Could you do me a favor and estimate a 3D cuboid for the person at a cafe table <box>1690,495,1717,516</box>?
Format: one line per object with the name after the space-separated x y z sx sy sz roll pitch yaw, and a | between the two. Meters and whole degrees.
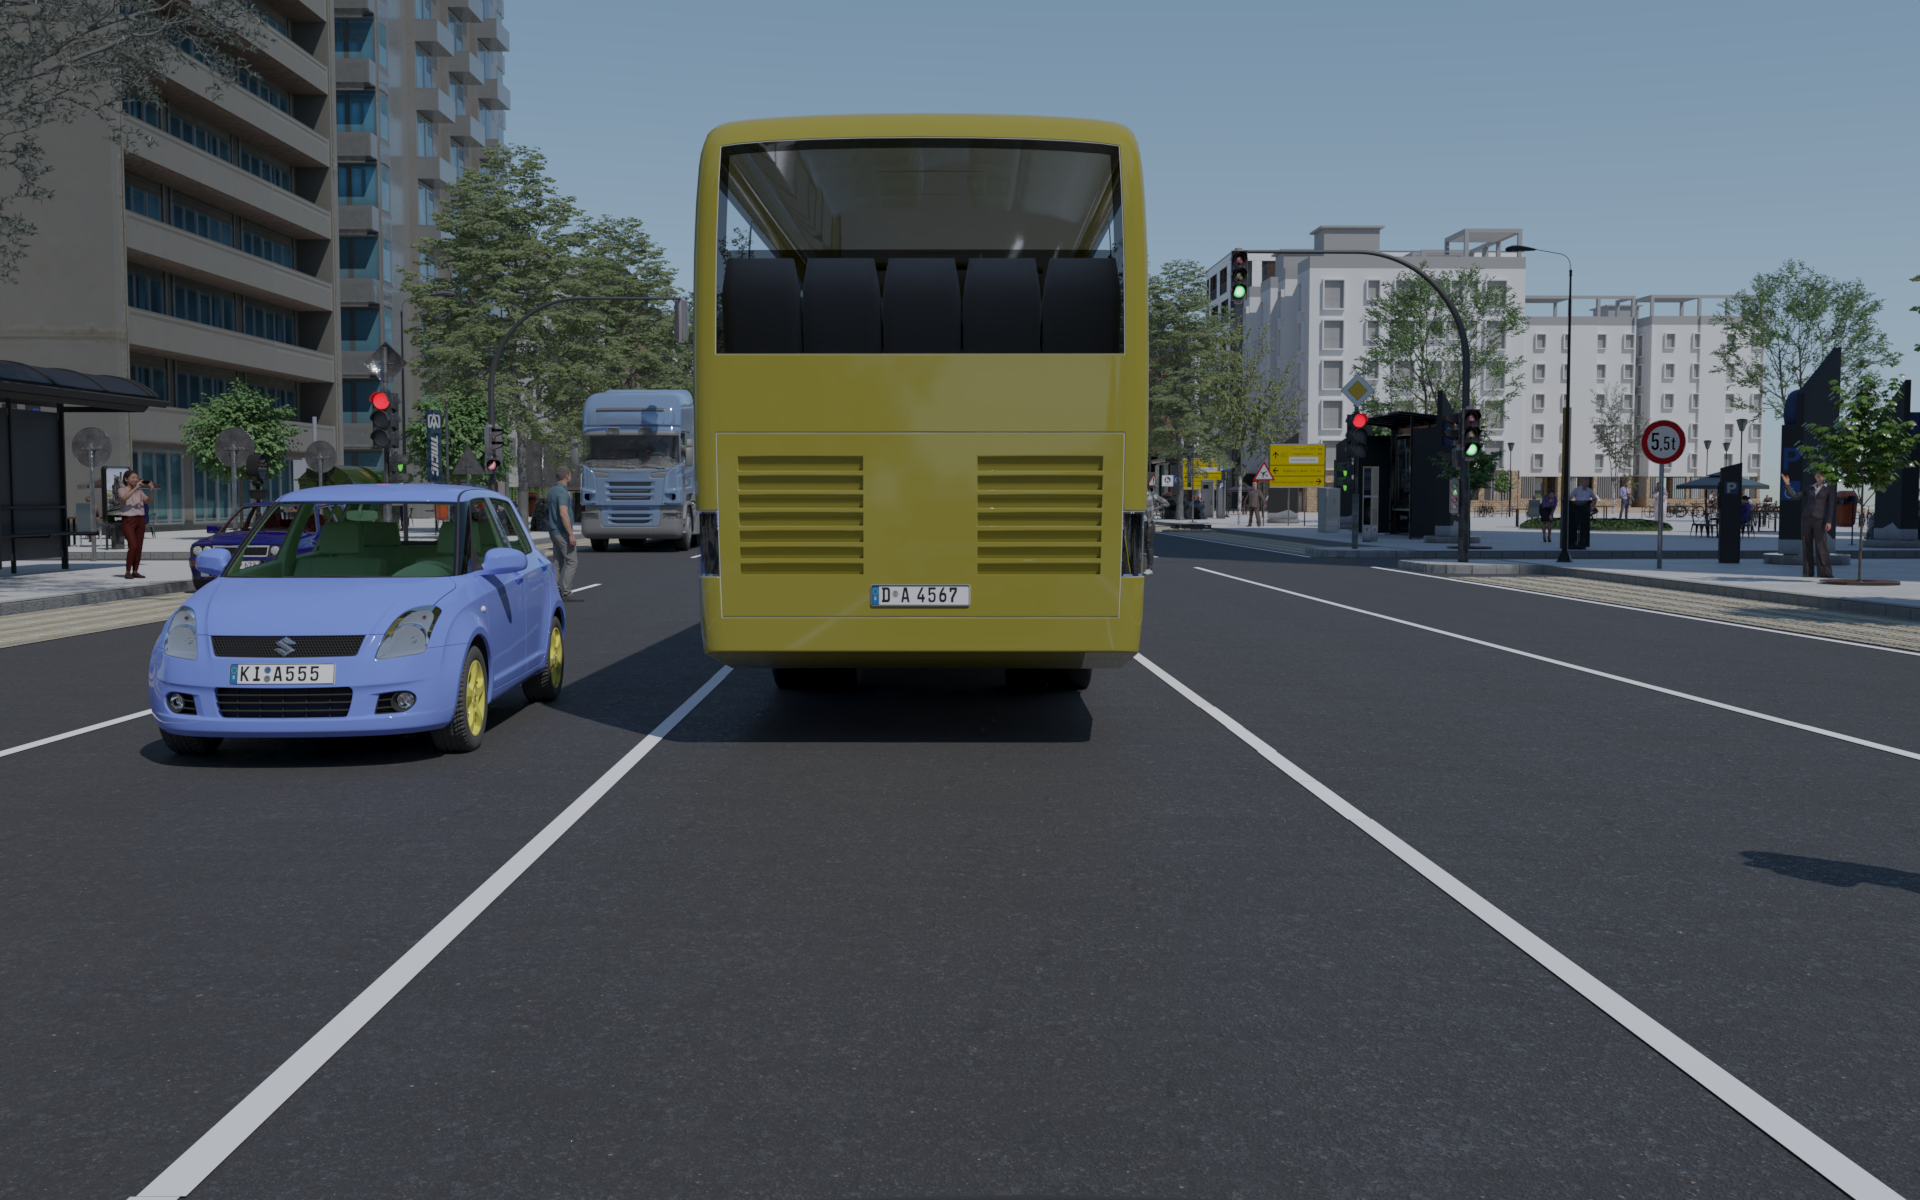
44.751 -5.690 103.889 1.726 1.238 1.698 1 4 20 | person at a cafe table

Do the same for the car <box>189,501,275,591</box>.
-10.292 -0.846 26.408 1.945 1.354 3.894 0 4 -3 | car

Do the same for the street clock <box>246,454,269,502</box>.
-12.681 -1.635 31.307 0.358 2.002 0.471 0 4 1 | street clock

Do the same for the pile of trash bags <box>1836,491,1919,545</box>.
23.679 -2.086 43.866 3.447 1.369 1.912 -1 4 -12 | pile of trash bags

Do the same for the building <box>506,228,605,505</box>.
-37.936 -16.154 130.580 16.747 18.905 31.486 0 4 -1 | building

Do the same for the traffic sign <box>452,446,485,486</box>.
-13.194 -2.843 46.495 0.884 2.594 0.081 0 4 0 | traffic sign

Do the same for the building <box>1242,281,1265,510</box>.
31.113 -17.314 139.508 16.016 20.091 11.380 0 4 -1 | building

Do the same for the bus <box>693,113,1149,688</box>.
-0.188 -1.471 15.599 2.896 3.916 12.252 0 4 0 | bus

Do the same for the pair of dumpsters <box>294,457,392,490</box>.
-15.289 -2.512 43.557 1.574 2.255 4.437 0 4 -1 | pair of dumpsters

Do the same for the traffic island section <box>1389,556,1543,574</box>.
9.473 -0.631 32.591 2.009 0.180 2.903 0 4 -1 | traffic island section

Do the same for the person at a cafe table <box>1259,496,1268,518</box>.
16.955 -5.236 94.121 1.698 1.524 1.622 0 4 6 | person at a cafe table

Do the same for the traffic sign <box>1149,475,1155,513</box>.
12.869 -7.045 115.186 0.884 2.594 0.081 0 4 7 | traffic sign

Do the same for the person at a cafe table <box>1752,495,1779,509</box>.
53.567 -6.385 115.262 1.698 1.238 1.726 3 5 43 | person at a cafe table

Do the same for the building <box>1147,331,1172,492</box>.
26.411 -23.457 227.501 32.646 21.610 27.936 0 4 -1 | building

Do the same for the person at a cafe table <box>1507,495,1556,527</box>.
21.998 -3.408 66.586 1.698 1.238 1.726 1 4 13 | person at a cafe table

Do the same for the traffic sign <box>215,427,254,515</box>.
-13.829 -2.013 33.016 0.768 2.556 0.104 0 4 3 | traffic sign

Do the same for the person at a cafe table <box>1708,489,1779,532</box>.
26.868 -3.088 59.007 1.698 1.524 1.622 -1 4 -20 | person at a cafe table

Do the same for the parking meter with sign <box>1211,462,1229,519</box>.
13.631 -5.754 90.334 0.543 3.016 1.738 0 4 1 | parking meter with sign

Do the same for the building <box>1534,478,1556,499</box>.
58.676 -21.777 222.505 31.486 18.905 16.747 0 4 -1 | building

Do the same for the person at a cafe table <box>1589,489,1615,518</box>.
29.483 -4.415 80.707 1.698 1.524 1.622 1 4 12 | person at a cafe table

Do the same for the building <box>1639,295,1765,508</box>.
70.086 -19.237 170.938 11.380 20.091 16.016 0 4 -1 | building

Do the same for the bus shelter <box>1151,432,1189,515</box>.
12.838 -7.766 104.613 2.179 5.291 8.768 0 4 -1 | bus shelter

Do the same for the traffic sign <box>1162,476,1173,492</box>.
11.370 -5.677 94.956 0.606 2.300 0.079 0 4 4 | traffic sign

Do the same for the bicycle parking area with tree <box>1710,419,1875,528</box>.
32.131 -4.774 65.052 8.231 4.147 9.016 2 4 32 | bicycle parking area with tree

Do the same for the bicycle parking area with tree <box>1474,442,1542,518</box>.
28.647 -6.788 97.993 9.016 4.147 8.231 -3 5 -40 | bicycle parking area with tree

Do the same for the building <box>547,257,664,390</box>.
-46.693 -19.513 163.012 32.646 21.610 27.936 0 4 -1 | building

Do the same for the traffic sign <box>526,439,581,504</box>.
-15.088 -4.284 63.912 2.265 3.308 0.079 0 4 8 | traffic sign

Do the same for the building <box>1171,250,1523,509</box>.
36.384 -19.445 161.893 27.936 21.610 32.646 0 4 -1 | building

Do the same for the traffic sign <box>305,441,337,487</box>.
-15.211 -2.515 41.225 0.768 2.556 0.104 0 4 2 | traffic sign

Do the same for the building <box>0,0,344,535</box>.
-36.870 -26.831 62.385 21.300 48.544 21.600 0 4 -1 | building

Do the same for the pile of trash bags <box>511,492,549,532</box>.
-15.072 -3.098 60.397 1.912 1.369 3.447 -1 4 -9 | pile of trash bags

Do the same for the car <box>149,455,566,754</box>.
-3.570 -0.068 10.705 1.945 1.707 3.694 0 4 -3 | car

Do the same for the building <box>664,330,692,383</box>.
-37.705 -23.371 226.082 32.646 21.610 27.936 0 4 -1 | building

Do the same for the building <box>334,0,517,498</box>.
-38.058 -29.156 96.315 23.786 49.044 30.456 0 4 -1 | building

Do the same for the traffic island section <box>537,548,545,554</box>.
-10.805 -1.088 40.070 2.009 0.180 2.903 0 4 -1 | traffic island section

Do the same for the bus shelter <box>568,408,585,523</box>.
-16.944 -6.395 82.196 2.179 5.291 8.768 0 4 -1 | bus shelter

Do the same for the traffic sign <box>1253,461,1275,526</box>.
12.064 -4.207 68.796 0.884 2.594 0.081 0 4 -1 | traffic sign

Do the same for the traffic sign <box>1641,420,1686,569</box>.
12.032 -1.811 29.720 0.768 2.556 0.104 0 4 1 | traffic sign

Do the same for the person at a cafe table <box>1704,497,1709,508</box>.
48.950 -6.322 111.872 1.622 1.524 1.698 2 4 31 | person at a cafe table

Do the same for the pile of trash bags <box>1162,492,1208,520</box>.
11.192 -4.815 88.484 1.912 1.369 3.447 -1 4 -20 | pile of trash bags

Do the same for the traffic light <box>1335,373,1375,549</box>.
9.230 -3.152 40.458 0.839 4.253 0.868 0 4 -1 | traffic light

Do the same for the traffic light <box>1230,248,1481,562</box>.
7.344 -3.524 32.282 4.771 5.953 1.251 0 4 -1 | traffic light

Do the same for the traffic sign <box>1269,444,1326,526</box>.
13.591 -4.647 69.859 2.265 3.308 0.079 0 4 5 | traffic sign

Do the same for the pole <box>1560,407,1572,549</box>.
14.246 -2.868 40.727 0.158 3.312 0.155 0 3 0 | pole

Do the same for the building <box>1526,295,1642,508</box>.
58.114 -19.270 171.480 11.380 20.091 16.016 0 4 -1 | building

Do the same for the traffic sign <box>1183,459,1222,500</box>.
13.611 -6.339 97.519 2.265 3.308 0.079 0 4 2 | traffic sign

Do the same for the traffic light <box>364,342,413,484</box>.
-10.562 -2.632 31.954 0.839 4.253 0.868 0 4 -1 | traffic light

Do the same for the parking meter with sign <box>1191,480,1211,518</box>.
13.383 -5.957 93.663 1.738 3.016 0.543 1 4 15 | parking meter with sign

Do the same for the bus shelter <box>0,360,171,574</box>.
-14.522 -2.027 27.073 2.014 3.302 5.546 0 4 -1 | bus shelter

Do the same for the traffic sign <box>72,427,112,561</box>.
-16.503 -2.008 32.939 0.768 2.556 0.104 0 3 0 | traffic sign

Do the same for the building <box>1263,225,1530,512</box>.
31.783 -16.602 127.861 16.016 20.091 11.380 0 4 -1 | building

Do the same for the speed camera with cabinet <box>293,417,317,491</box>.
-16.693 -3.106 45.124 0.660 3.252 2.038 0 4 2 | speed camera with cabinet

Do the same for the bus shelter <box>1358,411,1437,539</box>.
13.159 -3.714 52.005 1.731 3.624 6.357 0 4 -1 | bus shelter

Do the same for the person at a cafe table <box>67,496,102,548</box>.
-21.185 -1.920 42.260 1.698 1.238 1.726 -1 4 -18 | person at a cafe table

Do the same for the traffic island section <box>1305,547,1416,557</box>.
9.270 -1.119 40.573 2.009 0.180 2.903 0 4 -1 | traffic island section

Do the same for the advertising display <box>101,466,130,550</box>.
-19.499 -2.131 40.057 0.123 1.923 0.974 0 4 7 | advertising display

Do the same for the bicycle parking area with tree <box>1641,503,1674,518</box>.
41.282 -6.554 94.167 8.231 4.147 9.016 -3 5 -43 | bicycle parking area with tree

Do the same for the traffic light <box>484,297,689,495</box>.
-8.676 -3.997 40.025 4.771 5.953 1.251 0 4 -1 | traffic light

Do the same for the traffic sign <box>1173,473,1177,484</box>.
12.507 -6.020 98.534 0.768 2.556 0.104 0 4 0 | traffic sign
